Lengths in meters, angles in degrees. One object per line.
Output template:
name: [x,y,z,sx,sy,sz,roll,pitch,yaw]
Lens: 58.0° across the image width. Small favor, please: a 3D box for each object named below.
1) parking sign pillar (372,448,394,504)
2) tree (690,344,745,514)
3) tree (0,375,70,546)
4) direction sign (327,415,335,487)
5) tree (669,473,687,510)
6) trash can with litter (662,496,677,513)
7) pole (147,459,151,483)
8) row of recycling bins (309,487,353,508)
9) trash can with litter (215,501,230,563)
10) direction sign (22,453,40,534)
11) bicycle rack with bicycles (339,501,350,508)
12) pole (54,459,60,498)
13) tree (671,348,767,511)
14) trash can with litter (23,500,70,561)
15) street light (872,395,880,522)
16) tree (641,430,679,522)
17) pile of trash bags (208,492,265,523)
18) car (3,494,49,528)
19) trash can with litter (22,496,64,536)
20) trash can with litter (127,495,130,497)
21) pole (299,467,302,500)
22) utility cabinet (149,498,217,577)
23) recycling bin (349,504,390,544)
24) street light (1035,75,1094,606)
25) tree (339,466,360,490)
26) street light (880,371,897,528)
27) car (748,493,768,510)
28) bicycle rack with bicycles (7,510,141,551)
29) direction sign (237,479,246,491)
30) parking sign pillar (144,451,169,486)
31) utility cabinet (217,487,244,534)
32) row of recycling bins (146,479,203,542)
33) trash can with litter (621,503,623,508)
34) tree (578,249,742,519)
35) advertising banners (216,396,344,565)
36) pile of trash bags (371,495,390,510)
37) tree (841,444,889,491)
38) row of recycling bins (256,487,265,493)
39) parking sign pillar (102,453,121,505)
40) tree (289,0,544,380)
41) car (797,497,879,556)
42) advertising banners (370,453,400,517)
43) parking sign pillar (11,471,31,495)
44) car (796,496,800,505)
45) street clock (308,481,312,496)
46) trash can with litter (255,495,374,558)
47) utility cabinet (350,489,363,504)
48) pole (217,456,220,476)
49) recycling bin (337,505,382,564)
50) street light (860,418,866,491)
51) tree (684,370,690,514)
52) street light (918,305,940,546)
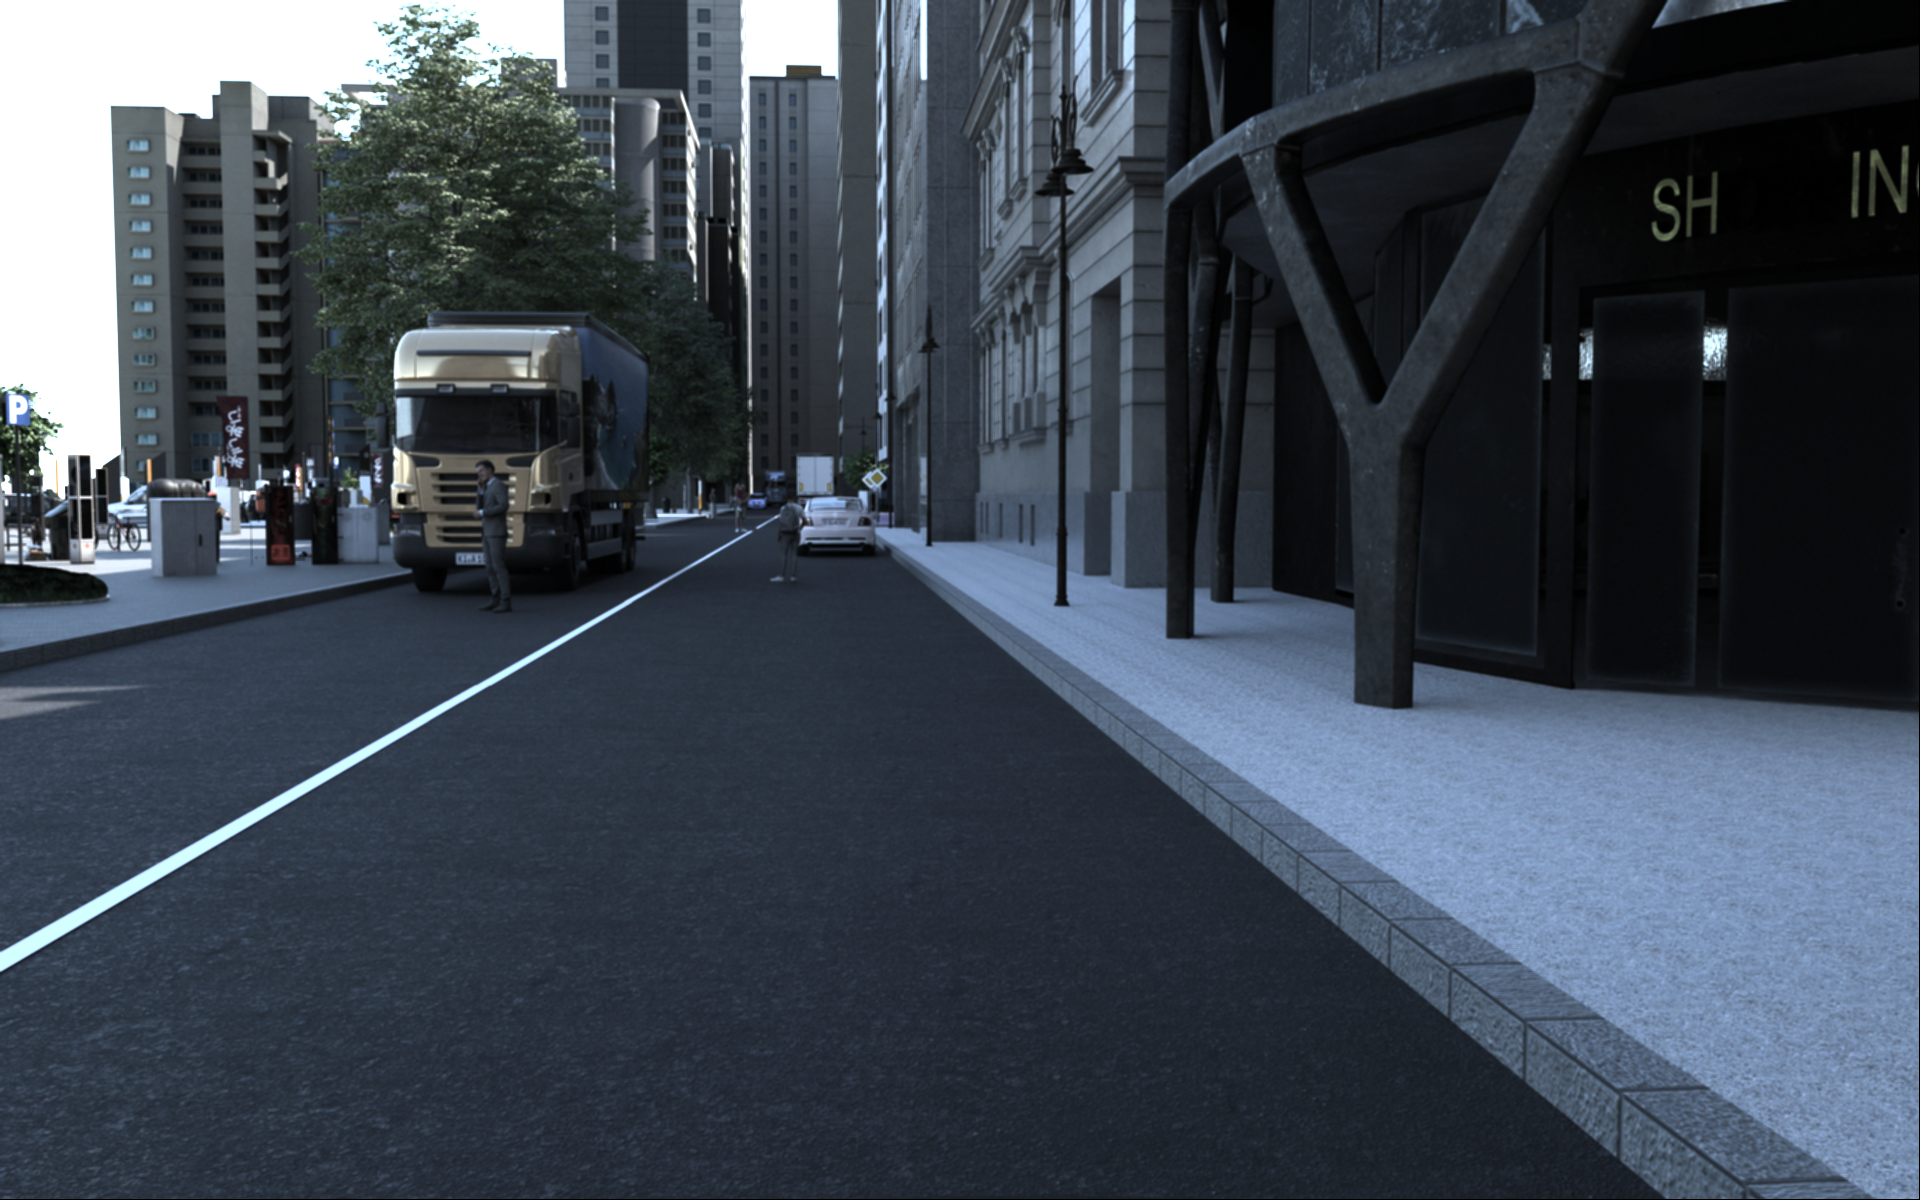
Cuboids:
parking sign pillar: [-32.306,-6.661,97.382,1.447,3.967,1.447,0,4,-3]
tree: [-18.165,-11.959,113.650,7.486,12.596,7.792,0,3,0]
tree: [-23.977,-3.622,42.929,4.285,4.588,4.351,0,3,0]
direction sign: [-18.156,-3.551,50.052,0.379,3.537,0.876,-1,4,-9]
tree: [-22.464,-11.703,141.711,4.360,8.622,3.978,0,3,0]
trash can with litter: [-19.484,-6.423,116.397,1.055,1.170,0.624,-1,4,-10]
pole: [-47.360,-6.568,101.224,0.158,3.312,0.155,0,3,0]
row of recycling bins: [-36.853,-5.792,101.814,3.534,1.692,1.069,2,4,29]
trash can with litter: [-13.996,-1.252,31.862,0.624,1.170,1.055,1,4,14]
direction sign: [-30.146,-3.905,55.845,0.876,3.537,0.379,-1,4,-18]
bicycle rack with bicycles: [-31.067,-4.372,84.857,2.852,0.926,2.925,-1,4,-16]
pole: [-52.378,-6.522,100.479,0.158,3.312,0.155,0,3,0]
tree: [-19.448,-13.092,131.059,9.611,12.733,9.660,0,3,0]
trash can with litter: [-17.520,-1.347,33.408,0.624,1.170,1.055,3,4,38]
street light: [-3.838,-6.594,80.592,0.468,5.910,1.993,0,4,-5]
tree: [-14.585,-5.885,79.941,4.285,4.588,4.351,0,3,0]
pile of trash bags: [-34.595,-4.522,83.680,3.447,1.369,1.912,-3,4,-36]
car: [-36.354,-3.527,67.461,4.222,1.686,2.009,0,4,-6]
trash can with litter: [-28.272,-2.594,53.470,1.678,1.210,2.233,1,4,20]
trash can with litter: [-63.544,-7.419,132.359,2.233,1.210,1.678,3,5,39]
pole: [-50.027,-8.416,131.438,0.158,3.312,0.155,0,3,0]
utility cabinet: [-12.266,-0.992,27.383,0.306,1.237,1.020,2,4,26]
recycling bin: [-15.065,-1.936,44.206,0.722,1.027,0.722,2,4,29]
street light: [1.169,-2.871,19.722,0.468,5.910,1.993,0,4,-5]
tree: [-40.986,-7.430,116.085,1.663,3.219,1.824,0,3,0]
street light: [-2.618,-5.645,65.076,0.468,5.910,1.993,0,4,-5]
car: [-18.824,-9.253,160.874,1.945,1.707,3.694,0,4,-5]
bicycle rack with bicycles: [-20.228,-1.581,39.228,2.852,0.926,2.925,-3,5,-44]
direction sign: [-55.820,-8.723,134.624,0.876,3.537,0.379,2,4,26]
parking sign pillar: [-49.862,-7.280,107.503,1.447,3.967,1.447,-1,4,-8]
utility cabinet: [-23.360,-2.854,55.346,0.318,1.500,1.173,-3,5,-43]
row of recycling bins: [-21.697,-2.502,48.020,1.069,1.692,3.534,-1,4,-12]
trash can with litter: [-23.342,-6.566,118.409,1.678,1.210,2.233,2,4,25]
tree: [-16.043,-11.147,88.911,9.857,13.997,8.962,0,3,0]
advertising banners: [-12.244,-2.142,31.216,2.074,3.025,0.090,-1,4,-19]
pile of trash bags: [-30.384,-4.946,90.623,3.447,1.369,1.912,3,4,36]
tree: [-6.176,-7.960,113.859,4.285,4.588,4.351,0,3,0]
row of recycling bins: [-38.225,-5.410,95.561,1.069,1.692,3.534,-2,4,-26]
parking sign pillar: [-53.845,-7.446,110.218,1.447,3.967,1.447,0,4,-3]
tree: [-11.805,-7.495,40.666,7.486,12.596,7.792,0,3,0]
car: [-2.986,-1.791,41.647,2.083,1.381,4.827,0,4,-4]
advertising banners: [-23.944,-4.729,73.510,2.074,3.025,0.090,0,4,-3]
parking sign pillar: [-71.211,-8.739,131.358,1.447,3.967,1.447,-1,4,-21]
car: [-14.246,-9.072,160.332,2.014,1.417,4.499,0,4,-5]
street clock: [-36.688,-5.722,98.120,0.471,2.002,0.358,-1,4,-17]
trash can with litter: [-13.052,-1.482,35.292,2.233,1.210,1.678,0,4,-5]
utility cabinet: [-27.169,-4.242,78.041,0.318,1.500,1.173,0,4,-7]
pole: [-40.052,-6.099,93.567,0.158,3.312,0.155,0,3,0]
recycling bin: [-11.199,-1.198,32.144,0.722,1.027,0.722,-1,4,-23]
street light: [-5.762,-7.973,103.141,0.468,5.910,1.993,0,4,-5]
tree: [-12.467,-8.069,50.050,7.486,12.596,7.792,0,3,0]
street light: [-0.760,-4.261,42.462,0.468,5.910,1.993,0,4,-5]
